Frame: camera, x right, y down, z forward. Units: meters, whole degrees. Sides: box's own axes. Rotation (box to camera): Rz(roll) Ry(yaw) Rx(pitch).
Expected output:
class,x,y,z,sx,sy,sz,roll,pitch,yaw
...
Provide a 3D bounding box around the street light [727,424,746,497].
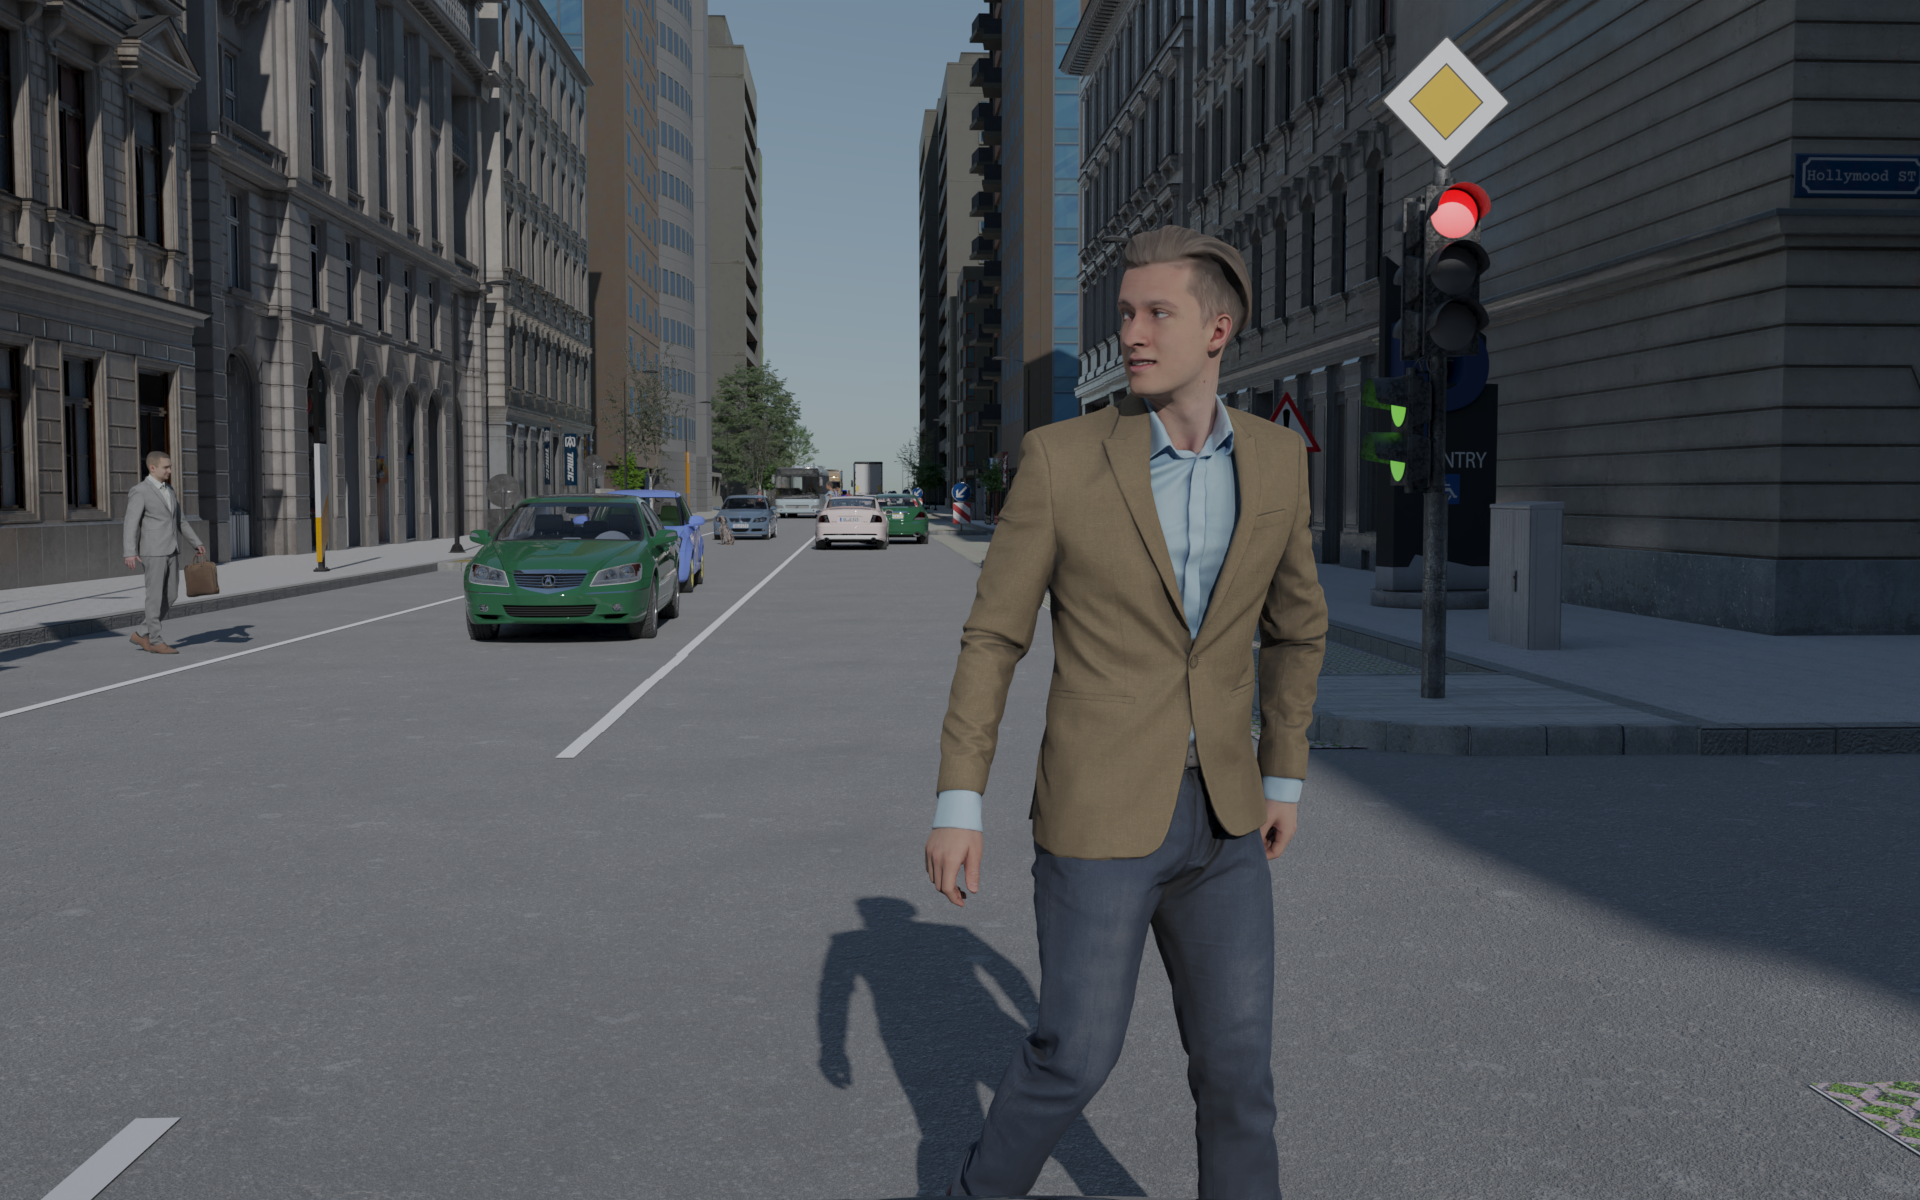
class,x,y,z,sx,sy,sz,roll,pitch,yaw
street light,-14.854,-8.701,114.801,1.470,5.913,1.316,0,4,-3

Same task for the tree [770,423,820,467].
class,x,y,z,sx,sy,sz,roll,pitch,yaw
tree,-23.241,-19.051,237.232,9.928,11.665,9.643,0,3,0

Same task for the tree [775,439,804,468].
class,x,y,z,sx,sy,sz,roll,pitch,yaw
tree,-20.444,-15.370,201.657,4.737,8.622,4.395,0,3,0

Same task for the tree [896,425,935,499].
class,x,y,z,sx,sy,sz,roll,pitch,yaw
tree,-4.333,-14.056,180.173,4.360,8.622,3.978,0,3,0

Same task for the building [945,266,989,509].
class,x,y,z,sx,sy,sz,roll,pitch,yaw
building,13.235,-18.447,146.644,27.650,21.520,28.899,0,4,-3

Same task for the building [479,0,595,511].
class,x,y,z,sx,sy,sz,roll,pitch,yaw
building,-19.762,-13.142,64.014,9.793,20.994,18.267,0,4,-3

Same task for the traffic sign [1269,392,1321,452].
class,x,y,z,sx,sy,sz,roll,pitch,yaw
traffic sign,4.159,-1.354,22.141,0.884,2.594,0.081,0,4,3

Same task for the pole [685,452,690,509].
class,x,y,z,sx,sy,sz,roll,pitch,yaw
pole,-13.181,-5.503,83.815,0.158,3.312,0.155,0,3,0

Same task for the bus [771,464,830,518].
class,x,y,z,sx,sy,sz,roll,pitch,yaw
bus,-9.566,-6.784,105.776,2.948,3.499,13.247,0,4,-2

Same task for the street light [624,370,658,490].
class,x,y,z,sx,sy,sz,roll,pitch,yaw
street light,-11.986,-5.645,64.832,1.470,5.913,1.316,0,4,-3

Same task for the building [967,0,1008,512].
class,x,y,z,sx,sy,sz,roll,pitch,yaw
building,12.027,-28.251,116.536,22.147,44.769,28.867,0,4,-3

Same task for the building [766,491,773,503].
class,x,y,z,sx,sy,sz,roll,pitch,yaw
building,-39.755,-32.145,217.453,32.217,40.220,23.993,0,4,-3

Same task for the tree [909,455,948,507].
class,x,y,z,sx,sy,sz,roll,pitch,yaw
tree,-2.705,-10.022,147.571,4.285,4.588,4.351,0,3,0

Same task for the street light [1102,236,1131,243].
class,x,y,z,sx,sy,sz,roll,pitch,yaw
street light,3.244,-3.597,31.353,1.470,5.913,1.316,0,4,-3

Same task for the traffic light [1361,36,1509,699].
class,x,y,z,sx,sy,sz,roll,pitch,yaw
traffic light,2.965,-1.339,10.811,0.839,4.253,0.868,0,4,-3

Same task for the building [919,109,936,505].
class,x,y,z,sx,sy,sz,roll,pitch,yaw
building,6.063,-35.819,209.345,21.300,48.544,21.600,0,4,-3

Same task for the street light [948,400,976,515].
class,x,y,z,sx,sy,sz,roll,pitch,yaw
street light,0.198,-6.935,85.920,1.470,5.913,1.316,0,4,-3

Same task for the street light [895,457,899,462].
class,x,y,z,sx,sy,sz,roll,pitch,yaw
street light,-7.066,-15.002,217.815,1.470,5.913,1.316,0,4,-3

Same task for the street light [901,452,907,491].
class,x,y,z,sx,sy,sz,roll,pitch,yaw
street light,-5.566,-13.332,190.517,1.470,5.913,1.316,0,4,-3

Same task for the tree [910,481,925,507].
class,x,y,z,sx,sy,sz,roll,pitch,yaw
tree,-4.082,-10.914,173.045,1.663,3.219,1.824,0,3,0

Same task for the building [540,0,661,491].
class,x,y,z,sx,sy,sz,roll,pitch,yaw
building,-23.708,-26.974,91.132,14.600,45.320,14.200,0,4,-3

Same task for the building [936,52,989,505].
class,x,y,z,sx,sy,sz,roll,pitch,yaw
building,8.748,-34.508,187.901,21.300,48.544,21.600,0,4,-3

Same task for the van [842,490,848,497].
class,x,y,z,sx,sy,sz,roll,pitch,yaw
van,-16.255,-14.226,236.985,2.240,2.365,5.245,0,4,-2

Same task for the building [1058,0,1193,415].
class,x,y,z,sx,sy,sz,roll,pitch,yaw
building,9.145,-13.133,65.634,10.553,20.767,40.483,0,4,-3

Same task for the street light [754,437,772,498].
class,x,y,z,sx,sy,sz,roll,pitch,yaw
street light,-16.307,-10.373,142.139,1.470,5.913,1.316,0,4,-3

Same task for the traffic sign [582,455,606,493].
class,x,y,z,sx,sy,sz,roll,pitch,yaw
traffic sign,-11.770,-3.402,55.731,0.768,2.556,0.104,0,4,3

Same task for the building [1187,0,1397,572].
class,x,y,z,sx,sy,sz,roll,pitch,yaw
building,11.056,-11.441,36.204,9.793,20.994,18.267,0,4,-3

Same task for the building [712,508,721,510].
class,x,y,z,sx,sy,sz,roll,pitch,yaw
building,-35.840,-27.304,138.305,32.217,40.220,23.993,0,4,-3

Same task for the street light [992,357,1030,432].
class,x,y,z,sx,sy,sz,roll,pitch,yaw
street light,1.789,-5.274,58.766,1.470,5.913,1.316,0,4,-3

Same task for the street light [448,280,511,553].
class,x,y,z,sx,sy,sz,roll,pitch,yaw
street light,-10.440,-3.984,37.675,1.470,5.913,1.316,0,4,-3

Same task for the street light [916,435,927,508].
class,x,y,z,sx,sy,sz,roll,pitch,yaw
street light,-2.455,-9.949,135.206,1.470,5.913,1.316,0,4,-3

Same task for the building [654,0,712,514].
class,x,y,z,sx,sy,sz,roll,pitch,yaw
building,-28.070,-34.868,112.084,21.231,58.520,28.212,0,4,-3

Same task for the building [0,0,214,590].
class,x,y,z,sx,sy,sz,roll,pitch,yaw
building,-17.372,-9.536,20.549,10.561,19.102,19.286,0,4,-3

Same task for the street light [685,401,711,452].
class,x,y,z,sx,sy,sz,roll,pitch,yaw
street light,-13.113,-6.968,86.468,1.470,5.913,1.316,0,4,-3

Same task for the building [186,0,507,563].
class,x,y,z,sx,sy,sz,roll,pitch,yaw
building,-20.214,-12.278,42.551,13.314,21.916,24.055,0,4,-3

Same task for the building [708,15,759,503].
class,x,y,z,sx,sy,sz,roll,pitch,yaw
building,-32.311,-34.020,179.927,21.300,48.544,21.600,0,4,-3

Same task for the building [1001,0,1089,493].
class,x,y,z,sx,sy,sz,roll,pitch,yaw
building,9.738,-27.202,94.865,14.600,45.320,14.200,0,4,-3

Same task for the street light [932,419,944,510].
class,x,y,z,sx,sy,sz,roll,pitch,yaw
street light,-0.959,-8.254,107.501,1.470,5.913,1.316,0,4,-3

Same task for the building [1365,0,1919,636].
class,x,y,z,sx,sy,sz,roll,pitch,yaw
building,23.976,-12.349,20.986,34.723,24.649,14.460,0,4,-3

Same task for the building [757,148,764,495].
class,x,y,z,sx,sy,sz,roll,pitch,yaw
building,-29.971,-31.486,198.397,14.154,41.232,14.086,0,4,-3

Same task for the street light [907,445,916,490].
class,x,y,z,sx,sy,sz,roll,pitch,yaw
street light,-4.018,-11.610,162.361,1.470,5.913,1.316,0,4,-3
